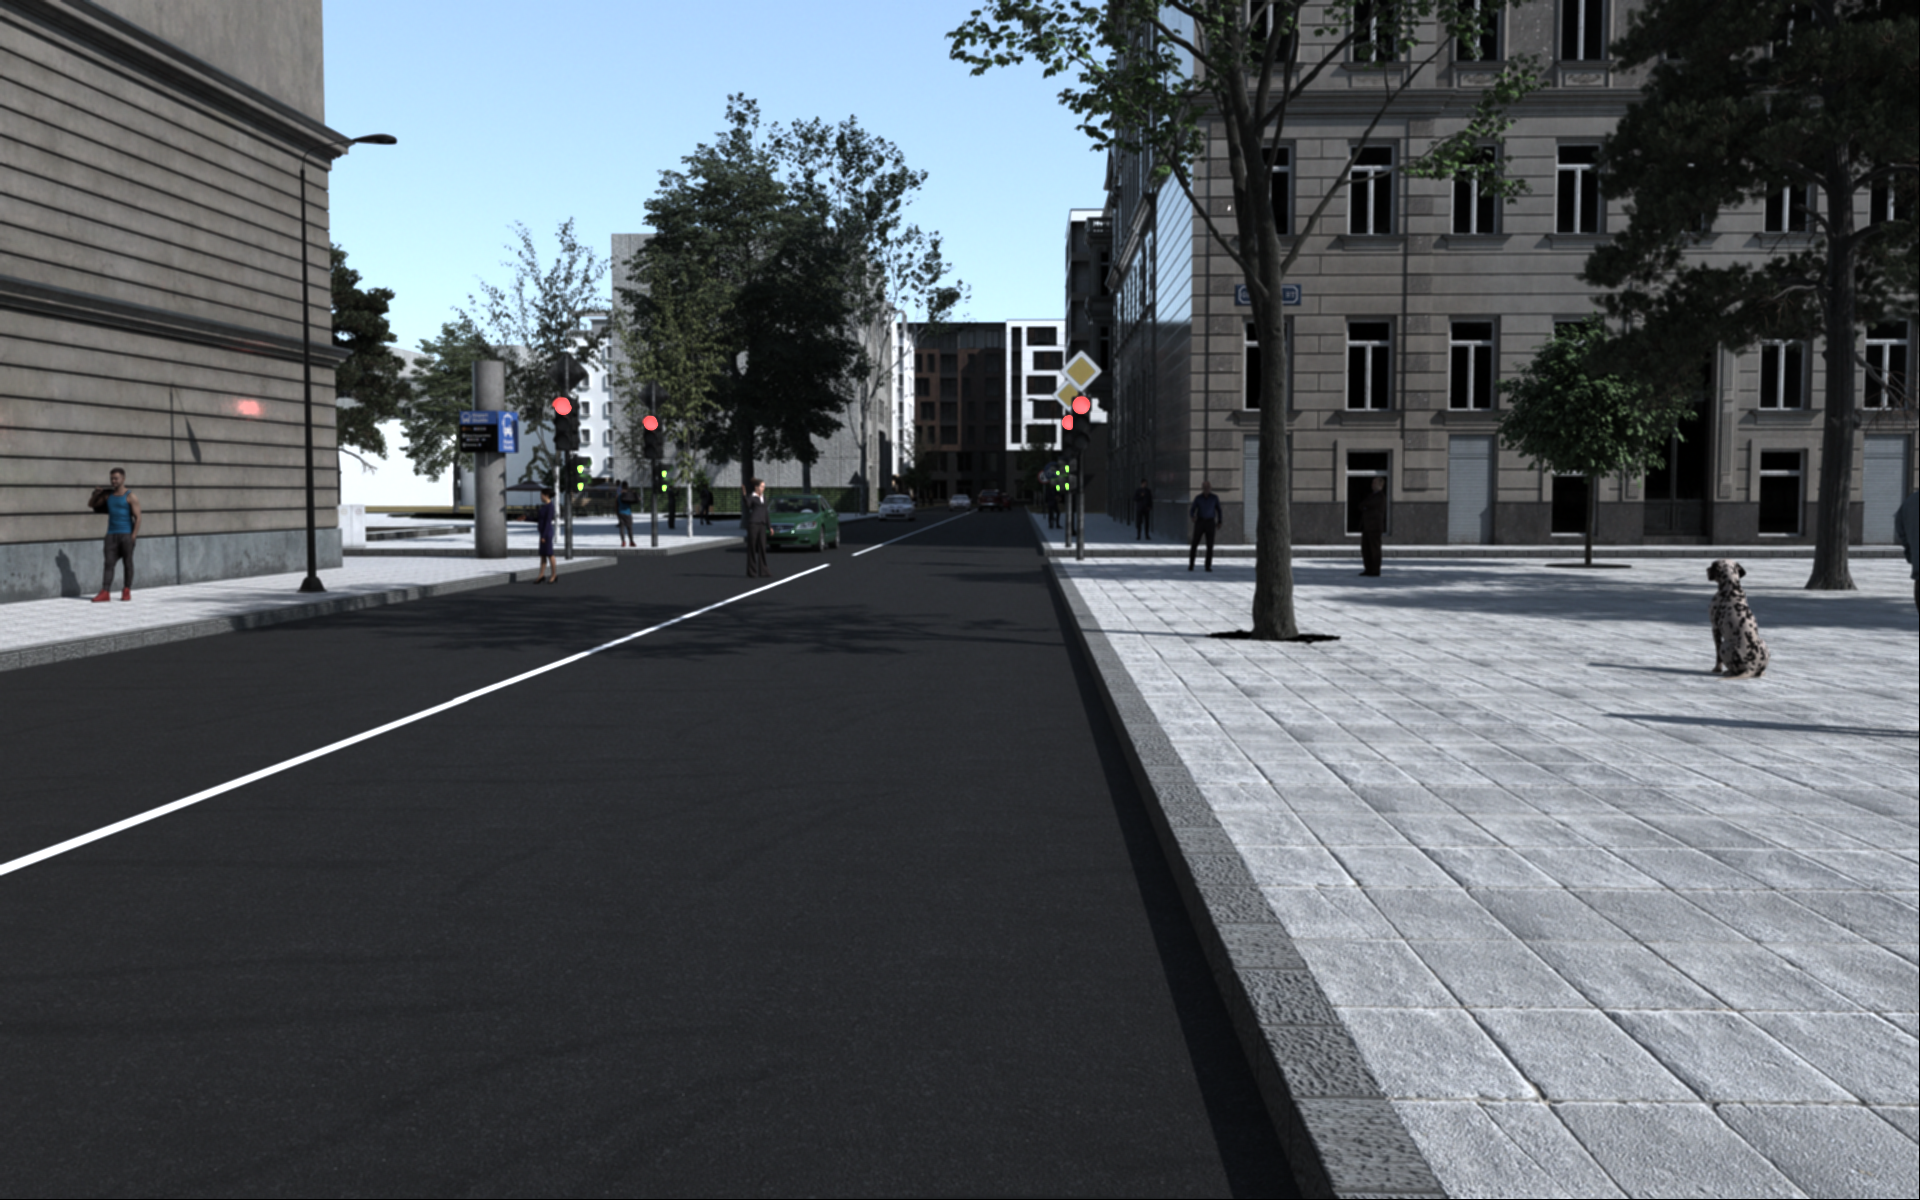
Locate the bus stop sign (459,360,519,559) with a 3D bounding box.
[{"bbox_3d":[-9.357,-2.779,34.453,0.837,3.901,0.837,1,4,14],"label":"bus stop sign"}]

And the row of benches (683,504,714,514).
[{"bbox_3d":[-16.420,-5.711,108.843,1.422,0.672,4.104,-2,4,-27],"label":"row of benches"}]

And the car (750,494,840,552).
[{"bbox_3d":[-4.200,-1.988,44.300,2.131,1.459,4.920,0,4,4],"label":"car"}]

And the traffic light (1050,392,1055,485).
[{"bbox_3d":[2.584,-3.194,41.464,0.839,4.213,0.868,0,4,2],"label":"traffic light"}]

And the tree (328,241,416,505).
[{"bbox_3d":[-26.471,-9.241,73.149,6.751,12.117,7.091,0,3,0],"label":"tree"}]

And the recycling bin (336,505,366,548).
[{"bbox_3d":[-14.712,-1.769,41.473,0.722,1.027,0.722,-3,5,-41],"label":"recycling bin"}]

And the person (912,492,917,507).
[{"bbox_3d":[-4.405,-9.733,168.373,0.628,1.438,0.799,-3,5,-41],"label":"person"}]

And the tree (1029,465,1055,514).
[{"bbox_3d":[5.363,-7.290,113.798,1.663,3.219,1.824,0,3,0],"label":"tree"}]

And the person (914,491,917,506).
[{"bbox_3d":[-4.391,-10.281,174.965,0.721,1.723,1.217,-2,4,-29],"label":"person"}]

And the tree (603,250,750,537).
[{"bbox_3d":[-8.317,-6.188,51.535,4.737,8.622,4.395,0,3,0],"label":"tree"}]

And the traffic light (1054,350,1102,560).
[{"bbox_3d":[2.311,-2.706,33.484,0.839,4.213,0.868,0,4,2],"label":"traffic light"}]

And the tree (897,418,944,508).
[{"bbox_3d":[-3.710,-13.022,163.277,4.360,8.622,3.978,0,3,0],"label":"tree"}]

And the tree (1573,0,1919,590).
[{"bbox_3d":[11.704,-6.165,22.855,6.751,12.117,7.091,0,3,0],"label":"tree"}]

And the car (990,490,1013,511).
[{"bbox_3d":[3.620,-8.775,152.509,2.155,1.783,4.494,0,4,3],"label":"car"}]

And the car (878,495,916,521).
[{"bbox_3d":[-3.379,-4.966,93.548,2.083,1.381,4.827,0,4,1],"label":"car"}]

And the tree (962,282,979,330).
[{"bbox_3d":[-5.256,-15.285,105.799,12.611,20.169,13.585,0,3,0],"label":"tree"}]

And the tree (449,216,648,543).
[{"bbox_3d":[-10.822,-5.803,45.245,4.360,8.622,3.978,0,3,0],"label":"tree"}]

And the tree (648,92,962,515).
[{"bbox_3d":[-8.215,-13.864,82.564,12.611,20.169,13.585,0,3,0],"label":"tree"}]

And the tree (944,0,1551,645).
[{"bbox_3d":[2.626,-5.460,15.031,9.928,11.665,9.643,0,3,0],"label":"tree"}]

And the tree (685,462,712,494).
[{"bbox_3d":[-15.951,-6.794,105.676,1.663,3.219,1.824,0,3,0],"label":"tree"}]

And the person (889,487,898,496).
[{"bbox_3d":[-5.194,-7.972,136.376,0.705,1.826,1.348,3,5,43],"label":"person"}]

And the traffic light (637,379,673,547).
[{"bbox_3d":[-7.372,-3.214,41.788,0.839,4.213,0.868,0,4,2],"label":"traffic light"}]

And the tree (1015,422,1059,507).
[{"bbox_3d":[7.725,-13.979,178.914,4.737,8.622,4.395,0,3,0],"label":"tree"}]

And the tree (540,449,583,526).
[{"bbox_3d":[-16.479,-4.652,70.656,1.663,3.219,1.824,0,3,0],"label":"tree"}]

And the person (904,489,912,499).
[{"bbox_3d":[-4.988,-9.663,164.579,0.990,1.755,0.434,-1,4,-21],"label":"person"}]

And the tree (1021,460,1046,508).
[{"bbox_3d":[7.291,-10.921,162.276,4.285,4.588,4.351,0,3,0],"label":"tree"}]

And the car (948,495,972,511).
[{"bbox_3d":[0.016,-8.351,148.905,2.083,1.381,4.827,0,4,1],"label":"car"}]

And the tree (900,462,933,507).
[{"bbox_3d":[-4.352,-11.658,174.324,4.285,4.588,4.351,0,3,0],"label":"tree"}]

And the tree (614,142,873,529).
[{"bbox_3d":[-7.684,-9.572,63.152,9.857,13.997,8.962,0,3,0],"label":"tree"}]

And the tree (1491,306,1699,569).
[{"bbox_3d":[11.099,-2.850,30.316,4.285,4.588,4.351,0,3,0],"label":"tree"}]

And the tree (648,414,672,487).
[{"bbox_3d":[-20.771,-9.946,112.981,4.360,8.622,3.978,0,3,0],"label":"tree"}]

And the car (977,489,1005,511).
[{"bbox_3d":[2.563,-8.311,144.557,2.281,1.827,5.304,0,4,3],"label":"car"}]

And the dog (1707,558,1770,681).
[{"bbox_3d":[5.422,0.133,12.207,0.513,0.831,0.800,3,4,38],"label":"dog"}]

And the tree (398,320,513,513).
[{"bbox_3d":[-32.697,-11.944,113.412,7.486,12.596,7.792,0,3,0],"label":"tree"}]

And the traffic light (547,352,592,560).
[{"bbox_3d":[-7.645,-2.726,33.808,0.839,4.213,0.868,0,4,2],"label":"traffic light"}]
